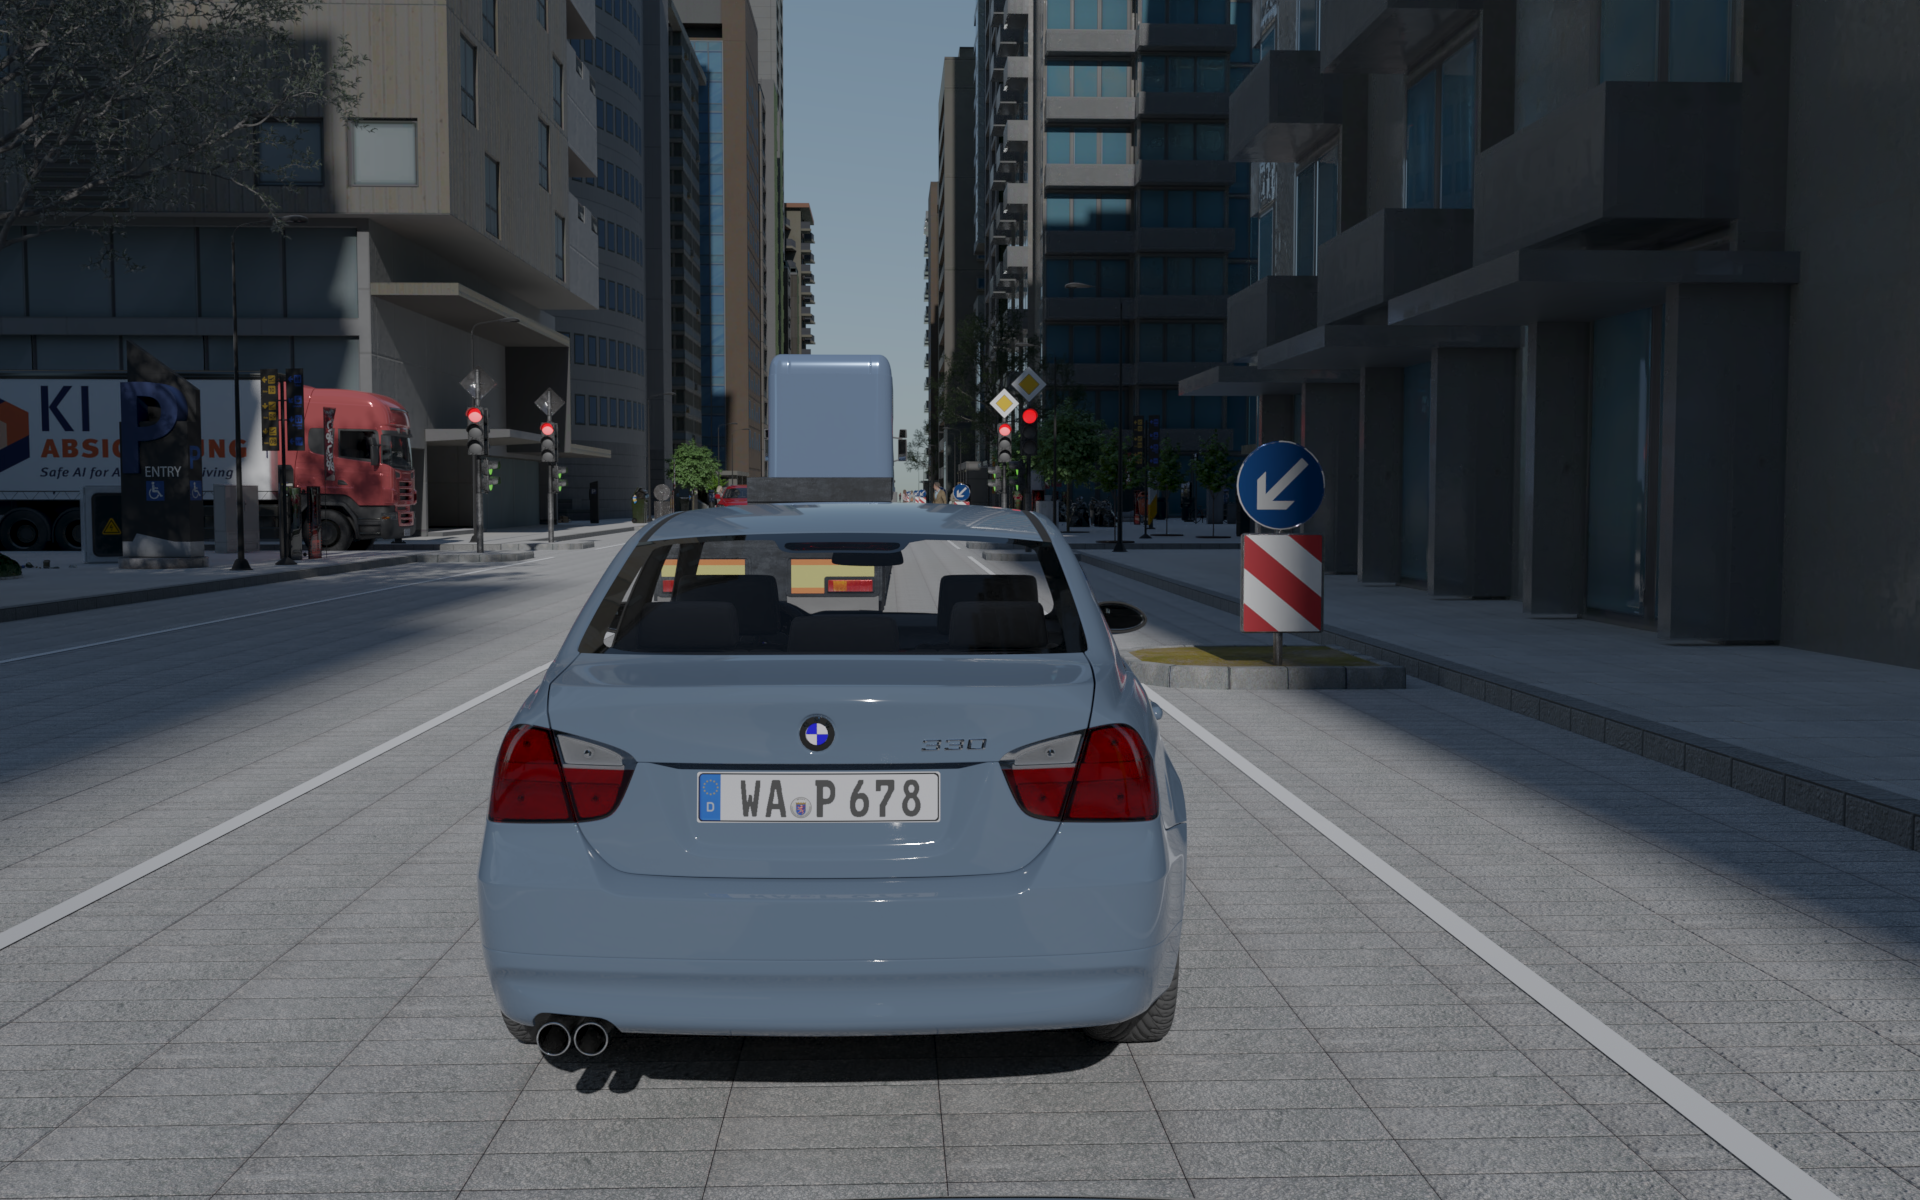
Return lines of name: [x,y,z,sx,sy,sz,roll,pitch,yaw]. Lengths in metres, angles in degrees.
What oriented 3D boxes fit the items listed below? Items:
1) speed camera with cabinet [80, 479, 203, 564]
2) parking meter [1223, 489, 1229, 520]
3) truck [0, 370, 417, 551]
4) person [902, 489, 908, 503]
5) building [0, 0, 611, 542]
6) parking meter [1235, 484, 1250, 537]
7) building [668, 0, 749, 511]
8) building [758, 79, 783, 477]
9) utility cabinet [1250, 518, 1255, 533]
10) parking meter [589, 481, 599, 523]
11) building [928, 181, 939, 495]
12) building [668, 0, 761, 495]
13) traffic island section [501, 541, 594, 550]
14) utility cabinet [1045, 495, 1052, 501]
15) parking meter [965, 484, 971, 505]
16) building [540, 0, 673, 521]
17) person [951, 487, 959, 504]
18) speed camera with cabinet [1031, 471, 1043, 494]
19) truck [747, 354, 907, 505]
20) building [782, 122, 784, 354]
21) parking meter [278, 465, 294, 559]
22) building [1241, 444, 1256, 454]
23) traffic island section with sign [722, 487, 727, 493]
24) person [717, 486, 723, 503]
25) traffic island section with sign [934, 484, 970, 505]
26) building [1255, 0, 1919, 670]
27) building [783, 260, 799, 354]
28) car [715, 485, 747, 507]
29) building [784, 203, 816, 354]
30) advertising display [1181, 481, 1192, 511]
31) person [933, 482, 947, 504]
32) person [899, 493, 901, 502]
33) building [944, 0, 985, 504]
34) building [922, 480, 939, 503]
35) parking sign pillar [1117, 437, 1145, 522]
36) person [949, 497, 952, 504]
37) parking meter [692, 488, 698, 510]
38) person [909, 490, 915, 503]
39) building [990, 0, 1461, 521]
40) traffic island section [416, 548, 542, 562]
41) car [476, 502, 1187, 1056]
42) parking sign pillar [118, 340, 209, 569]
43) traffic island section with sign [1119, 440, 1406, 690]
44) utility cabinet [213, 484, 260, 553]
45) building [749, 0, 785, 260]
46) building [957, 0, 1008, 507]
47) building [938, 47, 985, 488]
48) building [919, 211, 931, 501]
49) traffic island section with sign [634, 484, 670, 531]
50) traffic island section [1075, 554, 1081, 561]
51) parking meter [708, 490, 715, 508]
speed camera with cabinet: [-15.320,-2.329,32.415,2.038,3.252,0.660,-2,4,-32]
parking meter: [13.015,-4.688,85.061,0.372,1.533,0.369,0,3,0]
truck: [-17.978,-3.151,40.433,11.283,4.237,2.839,0,4,-4]
person: [-3.892,-6.759,119.603,0.643,1.750,0.593,1,4,8]
building: [-27.373,-28.605,56.930,28.713,52.752,27.495,0,4,-2]
parking meter: [8.550,-2.852,52.335,0.399,1.863,0.255,-1,4,-19]
building: [-32.828,-26.926,132.121,32.217,40.220,23.993,0,4,-2]
building: [-24.820,-29.482,165.633,14.154,41.232,14.086,0,4,-2]
utility cabinet: [9.347,-2.744,56.029,0.306,1.237,1.020,2,4,25]
parking meter: [-16.003,-4.282,75.717,0.399,1.863,0.255,0,4,-1]
building: [2.636,-36.191,241.837,14.600,45.320,14.200,0,4,-2]
building: [-24.980,-30.658,151.372,14.600,45.320,14.200,0,4,-2]
traffic island section: [-10.831,-1.439,45.806,2.009,0.180,2.903,0,4,-2]
utility cabinet: [4.078,-4.586,86.147,1.020,1.237,0.306,-2,4,-33]
parking meter: [0.458,-5.750,99.726,0.255,1.863,0.399,-1,4,-10]
building: [-27.903,-33.673,92.550,21.231,58.520,28.212,0,4,-2]
person: [-0.233,-4.602,84.290,0.362,1.759,0.519,2,4,27]
speed camera with cabinet: [2.896,-4.421,66.617,0.660,3.252,2.038,0,4,5]
truck: [-2.323,-2.316,27.627,2.967,4.110,18.799,0,4,-2]
building: [-25.723,-30.341,179.666,14.154,41.232,14.086,0,4,-2]
parking meter: [-13.285,-1.741,34.173,0.255,1.863,0.399,-2,4,-29]
building: [24.622,-24.650,57.654,28.867,44.769,22.147,0,4,-2]
traffic island section with sign: [-12.929,-5.318,95.583,1.989,1.847,2.006,0,4,-2]
person: [-10.504,-4.144,76.429,0.526,1.800,0.537,1,4,23]
traffic island section with sign: [-0.074,-3.672,68.659,1.989,1.847,2.006,0,4,-2]
building: [16.109,-24.593,21.710,23.786,49.044,30.456,0,4,-2]
building: [-26.952,-26.886,211.292,14.160,30.474,14.107,0,4,-2]
car: [-8.663,-3.742,69.852,2.281,1.827,5.304,0,4,-1]
building: [-32.468,-36.578,252.681,22.147,44.769,28.867,0,4,-2]
advertising display: [11.121,-4.889,85.147,0.123,1.923,0.974,-1,4,-20]
person: [-0.736,-3.088,58.899,0.656,1.842,0.836,1,4,16]
person: [-8.661,-14.707,250.427,0.415,1.643,0.593,1,4,20]
building: [10.159,-51.715,158.213,22.319,86.520,31.000,0,4,-2]
building: [11.327,-32.485,223.017,32.217,40.220,23.993,0,4,-2]
parking sign pillar: [7.943,-5.592,79.906,1.447,3.967,1.447,-1,4,-10]
person: [-0.472,-4.642,88.652,0.590,1.304,0.306,-3,5,-43]
parking meter: [-17.122,-6.487,111.768,0.255,1.863,0.399,-3,4,-37]
person: [-3.373,-6.853,121.542,0.512,1.701,0.522,0,4,0]
building: [13.395,-29.681,104.886,23.786,49.044,30.456,0,4,-2]
traffic island section: [-10.495,-0.951,37.828,2.009,0.180,2.903,0,4,-2]
car: [-0.320,0.378,5.817,2.014,1.417,4.499,0,4,-1]
parking sign pillar: [-13.909,-2.549,30.149,1.447,3.967,1.447,1,4,9]
traffic island section with sign: [2.247,-0.306,13.630,1.989,1.847,2.006,0,4,-2]
utility cabinet: [-15.798,-1.785,37.859,0.318,1.500,1.173,1,4,12]
building: [-31.328,-48.254,227.208,20.563,71.187,20.611,0,4,-2]
building: [10.476,-42.479,132.782,20.563,71.187,20.611,0,4,-2]
building: [8.650,-34.366,185.583,21.300,48.544,21.600,0,4,-2]
building: [5.708,-39.461,264.798,23.786,49.044,30.456,0,4,-2]
traffic island section with sign: [-11.796,-3.671,68.652,1.989,1.847,2.006,0,4,-2]
traffic island section: [1.536,-0.981,38.327,2.009,0.180,2.903,0,4,-2]
parking meter: [-14.724,-5.767,102.704,0.372,1.533,0.369,0,3,0]
